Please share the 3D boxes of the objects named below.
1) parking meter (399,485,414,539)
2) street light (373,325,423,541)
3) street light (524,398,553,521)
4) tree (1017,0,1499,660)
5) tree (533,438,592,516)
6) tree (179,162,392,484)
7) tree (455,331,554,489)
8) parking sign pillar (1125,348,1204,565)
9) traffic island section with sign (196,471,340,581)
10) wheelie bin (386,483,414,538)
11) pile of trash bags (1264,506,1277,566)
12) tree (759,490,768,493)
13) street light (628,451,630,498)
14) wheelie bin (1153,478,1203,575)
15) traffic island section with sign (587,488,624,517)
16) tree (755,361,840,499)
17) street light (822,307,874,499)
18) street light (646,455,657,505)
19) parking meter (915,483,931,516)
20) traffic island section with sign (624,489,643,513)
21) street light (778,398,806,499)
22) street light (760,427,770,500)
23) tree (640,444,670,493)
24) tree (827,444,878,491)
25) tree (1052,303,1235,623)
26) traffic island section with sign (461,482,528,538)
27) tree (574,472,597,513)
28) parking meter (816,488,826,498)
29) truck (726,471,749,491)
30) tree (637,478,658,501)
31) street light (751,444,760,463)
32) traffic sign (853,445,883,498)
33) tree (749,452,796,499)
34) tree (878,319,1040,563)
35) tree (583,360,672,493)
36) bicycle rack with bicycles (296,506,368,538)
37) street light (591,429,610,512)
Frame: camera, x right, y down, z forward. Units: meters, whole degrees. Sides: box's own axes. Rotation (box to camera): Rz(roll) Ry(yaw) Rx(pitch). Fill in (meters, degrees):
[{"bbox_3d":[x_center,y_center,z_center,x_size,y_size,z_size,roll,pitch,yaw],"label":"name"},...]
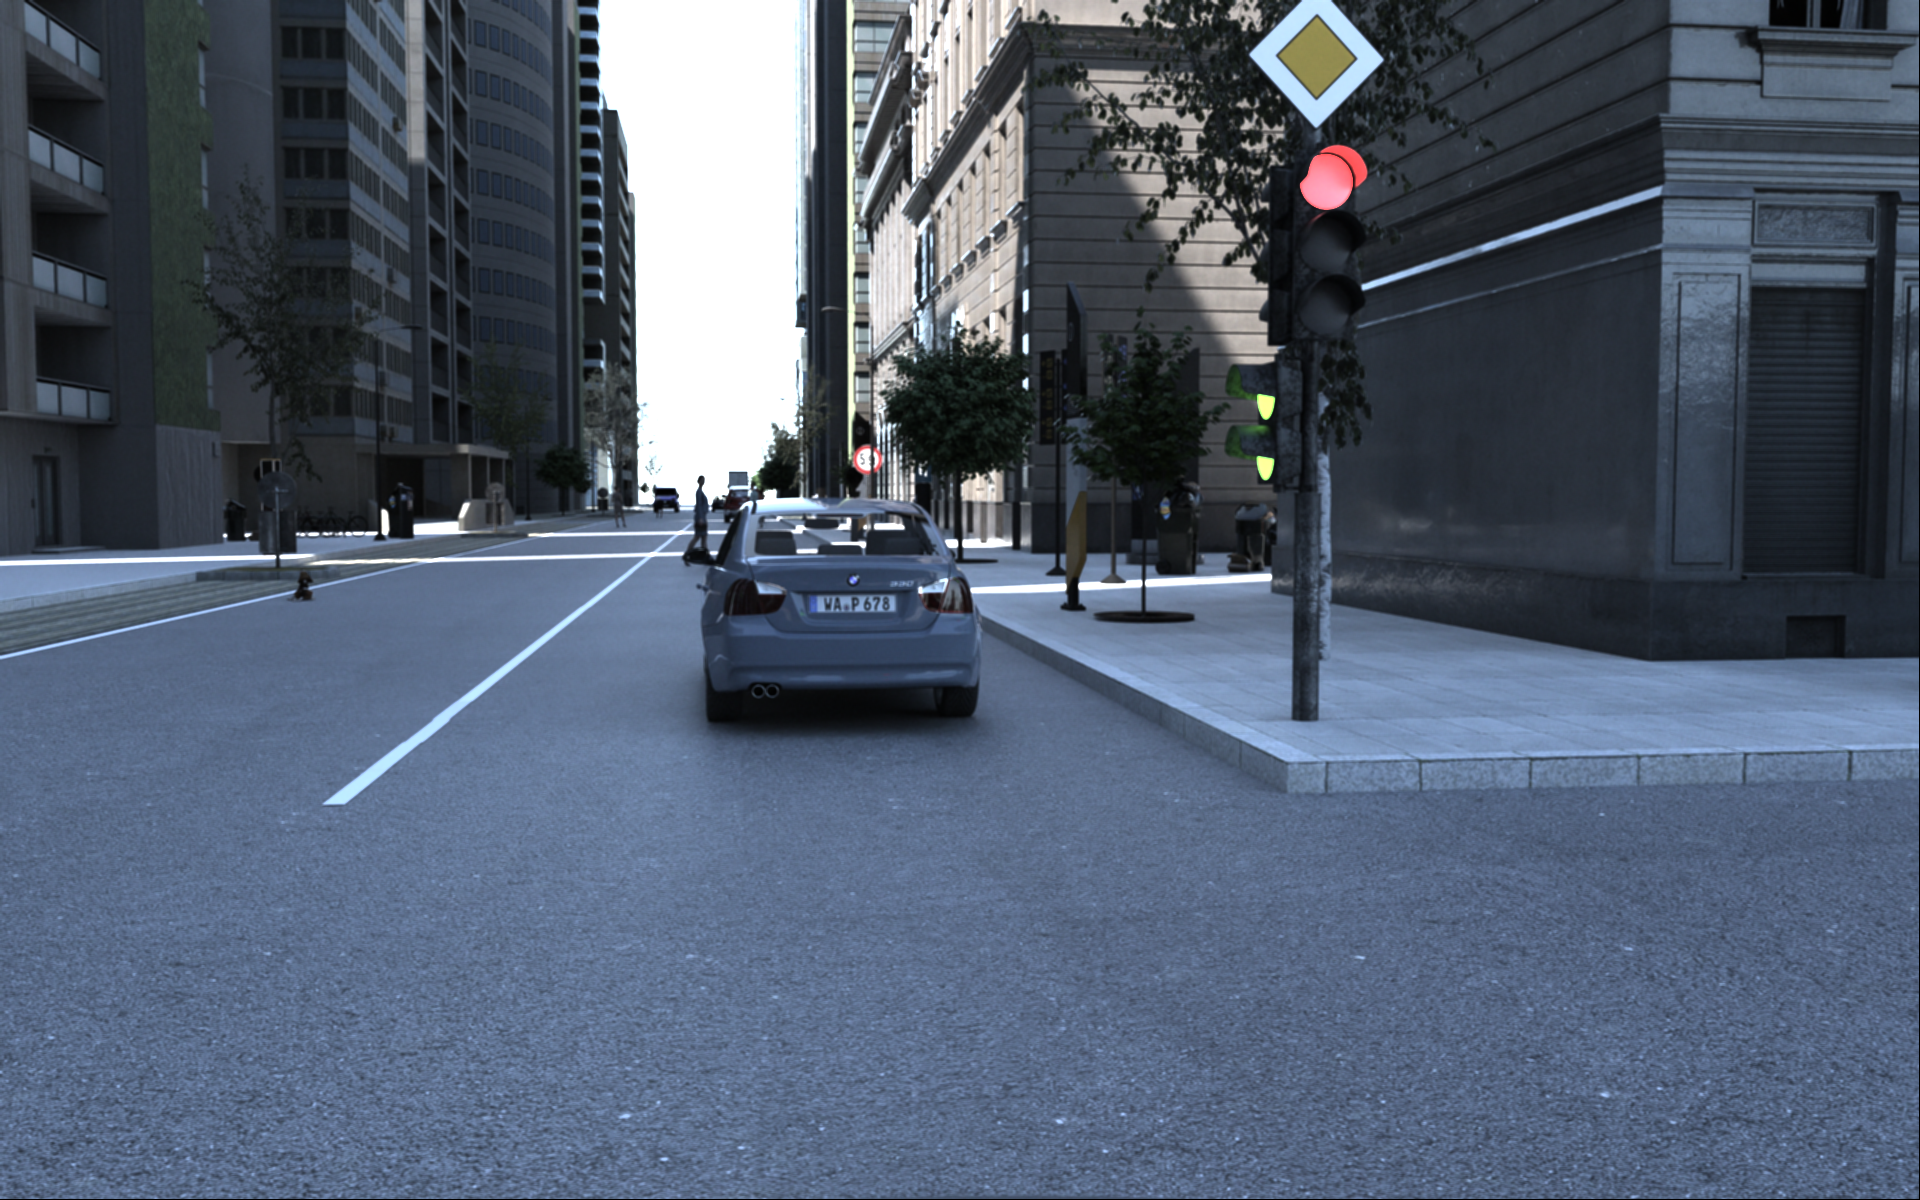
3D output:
[{"bbox_3d":[-15.897,-2.528,49.744,0.372,1.533,0.369,0,3,0],"label":"parking meter"},{"bbox_3d":[-15.452,-4.593,47.629,1.470,5.913,1.316,0,4,-8],"label":"street light"},{"bbox_3d":[-20.392,-6.809,83.868,1.470,5.913,1.316,0,4,-8],"label":"street light"},{"bbox_3d":[2.567,-3.839,13.125,4.360,8.622,3.978,0,3,0],"label":"tree"},{"bbox_3d":[-23.356,-7.237,102.031,4.285,4.588,4.351,0,3,0],"label":"tree"},{"bbox_3d":[-15.387,-5.454,39.543,4.360,8.622,3.978,0,3,0],"label":"tree"},{"bbox_3d":[-20.856,-7.899,79.518,4.737,8.622,4.395,0,3,0],"label":"tree"},{"bbox_3d":[3.768,-2.647,31.756,1.447,3.967,1.447,-3,4,-36],"label":"parking sign pillar"},{"bbox_3d":[-11.679,-1.272,29.419,1.989,1.847,2.006,0,4,-8],"label":"traffic island section with sign"},{"bbox_3d":[-16.436,-2.628,50.884,0.693,1.594,0.980,0,4,-4],"label":"wheelie bin"},{"bbox_3d":[7.075,-1.267,30.471,3.447,1.369,1.912,0,4,7],"label":"pile of trash bags"},{"bbox_3d":[-25.708,-14.003,223.547,1.663,3.219,1.824,0,3,0],"label":"tree"},{"bbox_3d":[-31.395,-11.895,167.024,1.470,5.913,1.316,0,4,-8],"label":"street light"},{"bbox_3d":[3.501,-1.210,27.687,0.693,1.594,0.980,1,4,20],"label":"wheelie bin"},{"bbox_3d":[-22.015,-6.022,107.087,1.989,1.847,2.006,0,4,-8],"label":"traffic island section with sign"},{"bbox_3d":[-8.679,-8.800,94.243,4.360,8.622,3.978,0,3,0],"label":"tree"},{"bbox_3d":[-2.736,-4.325,43.263,1.470,5.913,1.316,0,4,-8],"label":"street light"},{"bbox_3d":[-36.783,-14.326,206.763,1.470,5.913,1.316,0,4,-8],"label":"street light"},{"bbox_3d":[-0.839,-1.876,39.079,0.372,1.533,0.369,0,3,0],"label":"parking meter"},{"bbox_3d":[-25.629,-7.688,134.321,1.989,1.847,2.006,0,4,-8],"label":"traffic island section with sign"},{"bbox_3d":[-8.053,-6.791,83.571,1.470,5.913,1.316,0,4,-8],"label":"street light"},{"bbox_3d":[-12.894,-9.014,119.925,1.470,5.913,1.316,0,4,-8],"label":"street light"},{"bbox_3d":[-40.245,-16.992,228.176,4.737,8.622,4.395,0,3,0],"label":"tree"},{"bbox_3d":[-3.438,-3.958,59.316,1.663,3.219,1.824,0,3,0],"label":"tree"},{"bbox_3d":[1.870,-1.417,17.776,1.663,3.219,1.824,0,3,0],"label":"tree"},{"bbox_3d":[-15.400,-2.985,57.431,1.989,1.847,2.006,0,4,-8],"label":"traffic island section with sign"},{"bbox_3d":[-26.158,-7.637,119.466,1.663,3.219,1.824,0,3,0],"label":"tree"},{"bbox_3d":[-5.412,-3.603,67.313,0.372,1.533,0.369,0,3,0],"label":"parking meter"},{"bbox_3d":[-27.183,-13.654,212.154,2.839,4.237,11.283,0,4,-8],"label":"truck"},{"bbox_3d":[-36.809,-12.734,202.807,1.663,3.219,1.824,0,3,0],"label":"tree"},{"bbox_3d":[-18.275,-11.470,160.082,1.470,5.913,1.316,0,4,-8],"label":"street light"},{"bbox_3d":[-2.387,-2.737,44.861,0.768,2.556,0.104,0,4,-4],"label":"traffic sign"},{"bbox_3d":[-14.366,-9.361,136.769,4.285,4.588,4.351,0,3,0],"label":"tree"},{"bbox_3d":[0.036,-2.996,32.704,4.285,4.588,4.351,0,3,0],"label":"tree"},{"bbox_3d":[-31.324,-15.098,157.220,12.009,13.543,11.850,0,3,0],"label":"tree"},{"bbox_3d":[-19.152,-2.333,51.520,2.925,0.926,2.852,-2,4,-25],"label":"bicycle rack with bicycles"},{"bbox_3d":[-25.554,-9.210,123.132,1.470,5.913,1.316,0,4,-8],"label":"street light"}]
